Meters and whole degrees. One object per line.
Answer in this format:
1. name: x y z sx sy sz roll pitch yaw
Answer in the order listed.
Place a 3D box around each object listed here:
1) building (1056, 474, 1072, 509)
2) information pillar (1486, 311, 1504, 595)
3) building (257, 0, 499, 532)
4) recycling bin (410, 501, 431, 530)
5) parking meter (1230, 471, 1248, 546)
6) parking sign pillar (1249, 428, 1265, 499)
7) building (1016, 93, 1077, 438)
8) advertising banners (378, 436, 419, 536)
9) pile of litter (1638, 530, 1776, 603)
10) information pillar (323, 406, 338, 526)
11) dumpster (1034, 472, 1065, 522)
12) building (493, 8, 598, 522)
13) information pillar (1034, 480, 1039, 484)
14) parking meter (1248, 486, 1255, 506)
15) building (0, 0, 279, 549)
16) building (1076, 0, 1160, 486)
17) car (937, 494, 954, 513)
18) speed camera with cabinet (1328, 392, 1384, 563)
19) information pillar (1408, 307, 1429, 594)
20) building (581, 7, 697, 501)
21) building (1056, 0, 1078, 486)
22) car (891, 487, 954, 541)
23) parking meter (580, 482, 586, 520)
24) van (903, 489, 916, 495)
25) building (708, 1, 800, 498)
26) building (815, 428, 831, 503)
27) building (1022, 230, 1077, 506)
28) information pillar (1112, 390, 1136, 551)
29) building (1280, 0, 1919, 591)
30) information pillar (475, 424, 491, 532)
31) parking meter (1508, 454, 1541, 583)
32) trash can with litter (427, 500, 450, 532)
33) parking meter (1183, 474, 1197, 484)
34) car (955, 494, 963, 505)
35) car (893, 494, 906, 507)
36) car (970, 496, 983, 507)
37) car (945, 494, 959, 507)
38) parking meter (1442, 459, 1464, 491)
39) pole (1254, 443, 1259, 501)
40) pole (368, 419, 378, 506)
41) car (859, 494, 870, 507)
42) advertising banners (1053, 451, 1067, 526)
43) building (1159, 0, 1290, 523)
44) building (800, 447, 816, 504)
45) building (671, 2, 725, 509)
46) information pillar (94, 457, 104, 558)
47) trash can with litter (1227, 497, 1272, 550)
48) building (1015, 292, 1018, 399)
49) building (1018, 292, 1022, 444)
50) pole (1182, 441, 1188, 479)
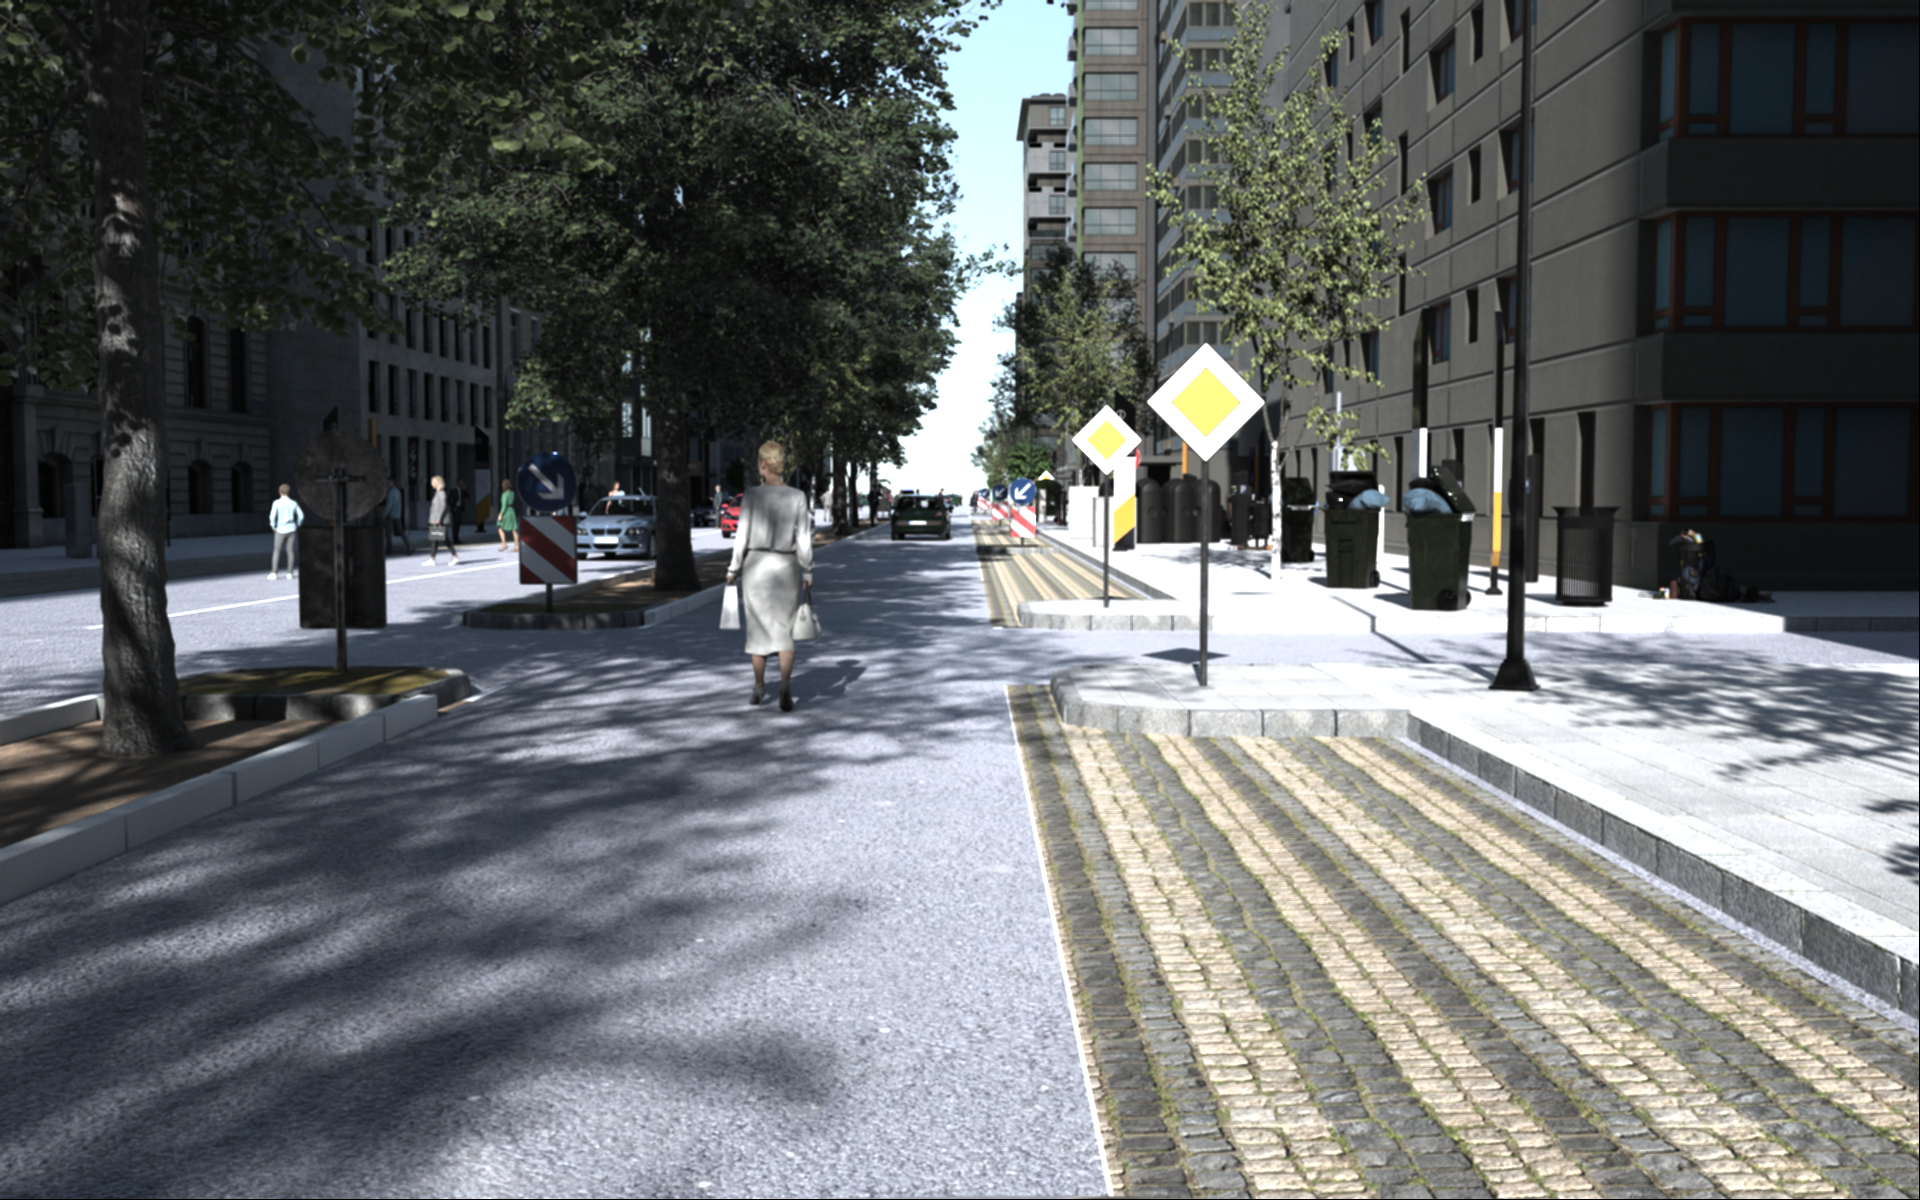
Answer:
1. building: 23.814 -28.346 155.344 32.217 40.220 23.993 0 4 0
2. information pillar: 6.820 -1.874 21.992 0.183 3.616 0.504 1 4 13
3. building: -25.002 -12.881 65.362 10.420 20.320 16.860 0 4 0
4. recycling bin: -19.136 -3.008 61.734 0.722 1.027 0.722 -3 4 -38
5. parking meter: 6.948 -2.286 43.090 0.399 1.863 0.255 -2 4 -30
6. parking sign pillar: 12.069 -5.012 70.415 1.447 3.967 1.447 1 4 19
7. building: 21.992 -38.917 225.532 28.713 52.752 27.495 0 4 0
8. advertising banners: -17.202 -3.474 52.995 2.074 3.025 0.090 2 4 34
9. pile of litter: 9.093 -0.435 21.082 1.176 0.858 1.719 -1 4 -14
10. information pillar: -16.644 -3.337 45.916 0.183 3.616 0.504 1 4 20
11. dumpster: 3.952 -4.641 78.372 1.502 2.255 1.985 0 4 0
12. building: -25.953 -18.252 84.331 13.634 28.700 20.117 0 4 0
13. information pillar: 3.925 -5.097 87.836 0.304 2.012 0.304 1 4 18
14. parking meter: 8.809 -2.717 52.829 0.372 1.533 0.369 0 3 0
15. building: -27.647 -13.447 38.935 14.460 24.649 34.723 0 4 0
16. building: 14.029 -25.797 105.368 14.154 41.232 14.086 0 4 0
17. car: -1.463 -7.379 132.649 2.014 1.417 4.499 0 4 1
18. speed camera with cabinet: 7.526 -2.358 32.892 0.660 3.252 2.038 0 4 -1
19. information pillar: 5.838 -1.875 22.009 0.183 3.616 0.504 0 4 2
20. building: -30.078 -29.994 110.003 23.786 49.044 30.456 0 4 0
21. building: 19.368 -31.054 127.344 23.786 49.044 30.456 0 4 0
22. car: -1.217 -2.741 54.598 2.009 1.686 4.222 0 4 2
23. parking meter: -18.710 -4.929 86.306 0.399 1.863 0.255 -2 4 -34
24. van: -6.755 -13.473 224.665 2.240 2.365 5.245 0 4 1
25. building: -29.971 -39.900 194.362 21.231 58.520 28.212 0 4 0
26. building: -25.715 -36.348 244.392 14.600 45.320 14.200 0 4 0
27. building: 14.504 -25.648 191.045 14.160 30.474 14.107 0 4 0
28. information pillar: 3.680 -2.905 38.856 0.504 3.616 0.183 0 4 3
29. building: 23.689 -11.677 35.958 28.899 21.520 27.650 0 4 0
30. information pillar: -15.939 -4.064 57.796 0.504 3.616 0.183 0 4 8
31. parking meter: 8.212 -1.193 25.223 0.399 1.863 0.255 3 4 37
32. trash can with litter: -17.654 -2.888 58.610 0.624 1.170 1.055 0 4 -4
33. parking meter: 6.545 -2.667 49.317 0.255 1.863 0.399 -2 4 -31
34. car: -0.693 -12.631 218.316 2.131 1.459 4.920 0 4 -1
35. car: -6.684 -11.351 195.380 2.009 1.686 4.222 0 4 -1
36. car: 2.044 -11.440 196.829 2.009 1.686 4.222 0 4 2
37. car: -1.112 -11.487 199.612 2.131 1.459 4.920 0 4 -2
38. parking meter: 8.381 -1.454 29.483 0.255 1.863 0.399 3 5 42
39. pole: 11.884 -4.621 69.396 0.158 3.312 0.155 0 3 0
40. pole: -15.960 -3.259 47.131 0.158 3.312 0.155 0 3 0
41. car: -10.009 -10.775 187.967 2.131 1.459 4.920 0 4 1
42. advertising banners: 4.020 -4.511 69.940 0.090 3.025 2.074 -1 4 -11
43. building: 22.377 -23.872 82.184 32.217 40.220 23.993 0 4 0
44. building: -25.731 -27.208 216.544 14.160 30.474 14.107 0 4 0
45. building: -31.192 -29.671 139.743 22.147 44.769 28.867 0 4 0
46. information pillar: -17.128 -1.851 34.760 0.304 2.012 0.304 0 4 5
47. trash can with litter: 6.931 -1.779 40.151 1.678 1.210 2.233 -1 4 -14
48. building: 14.814 -29.076 247.088 14.160 30.474 14.107 0 4 0
49. building: 14.485 -26.509 205.127 14.160 30.474 14.107 0 4 0
50. pole: 7.962 -4.127 61.313 0.158 3.312 0.155 0 3 0
